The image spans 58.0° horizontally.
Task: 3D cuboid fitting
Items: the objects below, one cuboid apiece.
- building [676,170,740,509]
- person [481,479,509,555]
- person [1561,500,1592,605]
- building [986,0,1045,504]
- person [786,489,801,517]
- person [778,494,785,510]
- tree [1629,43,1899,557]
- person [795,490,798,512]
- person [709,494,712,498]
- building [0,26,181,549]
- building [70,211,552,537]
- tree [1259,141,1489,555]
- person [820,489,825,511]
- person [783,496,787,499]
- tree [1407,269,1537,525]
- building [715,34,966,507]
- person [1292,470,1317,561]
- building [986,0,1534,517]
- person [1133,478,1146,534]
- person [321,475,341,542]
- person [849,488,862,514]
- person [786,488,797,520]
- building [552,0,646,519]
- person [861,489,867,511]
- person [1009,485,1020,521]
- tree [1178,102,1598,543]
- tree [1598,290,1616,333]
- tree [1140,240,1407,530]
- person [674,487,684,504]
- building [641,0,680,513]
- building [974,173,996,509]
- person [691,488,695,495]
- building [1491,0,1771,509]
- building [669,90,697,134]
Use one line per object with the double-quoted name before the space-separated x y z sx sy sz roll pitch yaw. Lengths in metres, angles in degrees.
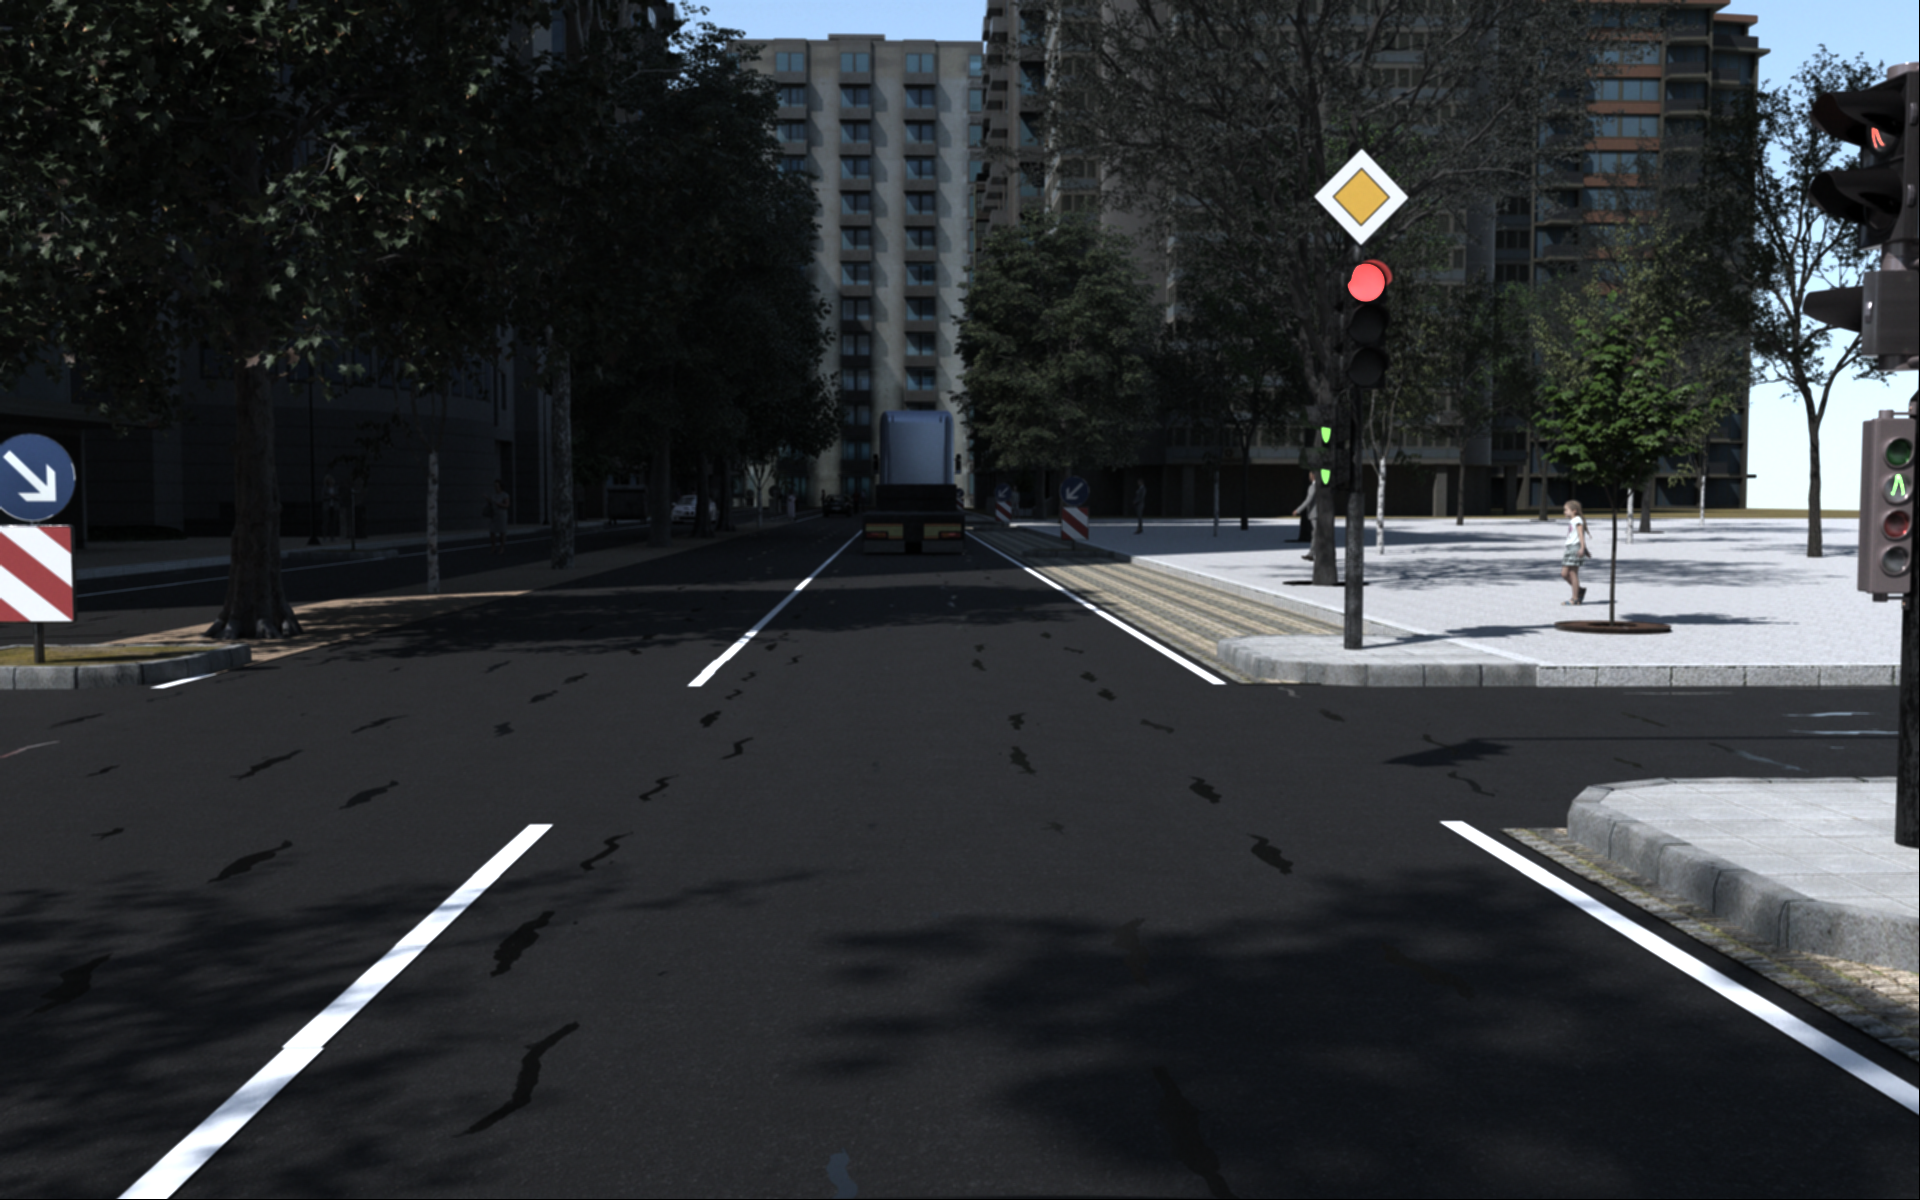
"building" -27.375 -23.603 157.606 14.107 30.474 14.160 0 4 -2
"person" -10.962 -1.947 40.694 0.716 1.782 0.532 1 4 21
"person" 7.132 -0.542 19.920 0.382 1.210 0.505 0 4 3
"building" 13.157 -31.534 135.186 23.786 49.044 30.456 0 4 -2
"person" -10.597 -6.167 110.058 0.721 1.735 1.217 3 5 41
"person" -16.075 -8.973 154.834 1.348 1.869 0.705 3 5 41
"tree" 17.635 -6.161 35.150 8.767 10.594 7.601 3 5 42
"person" -13.327 -7.994 139.931 0.721 1.736 1.217 0 4 1
"person" -15.535 -5.878 107.862 0.557 1.426 1.065 -2 4 -28
"building" -31.104 -26.652 25.002 28.713 52.752 27.495 0 4 -2
"building" -28.065 -31.790 61.767 21.231 58.520 28.212 0 4 -2
"tree" 9.020 -5.284 36.758 4.360 8.622 3.978 0 3 0
"person" -11.416 -8.302 144.245 0.705 1.823 1.348 0 4 6
"person" -15.735 -9.187 159.228 1.217 1.766 0.721 -3 4 -36
"tree" 20.873 -8.350 70.930 7.601 10.594 8.767 -1 4 -19
"building" -10.874 -34.481 183.371 30.456 49.044 23.786 0 4 -2
"person" 6.798 -1.628 32.931 0.678 1.792 0.850 -3 5 -44
"building" 18.044 -25.466 108.253 32.217 40.220 23.993 0 4 -2
"person" 5.715 -3.024 55.755 0.573 1.790 0.520 -2 4 -31
"person" -16.845 -2.460 46.453 0.537 1.800 0.526 -2 4 -23
"person" -7.443 -7.045 123.625 1.348 1.831 0.705 3 4 39
"person" -9.397 -5.325 96.238 0.621 1.740 0.551 3 5 42
"building" -25.293 -27.210 94.986 14.600 45.320 14.200 0 4 -2
"person" -7.945 -8.348 144.863 0.599 1.838 0.709 -1 4 -15
"person" 2.592 -4.586 82.021 0.512 1.701 0.522 0 4 4
"tree" 9.388 -7.342 45.792 9.928 11.665 9.643 0 3 0
"tree" 27.496 -9.532 81.606 9.928 11.665 9.643 0 3 0
"tree" 9.905 -7.757 61.234 8.767 10.594 7.601 3 5 40
"person" -18.637 -6.655 115.293 0.683 1.767 0.568 -3 4 -38
"building" -31.165 -30.485 118.033 23.786 49.044 30.456 0 4 -2
"building" 8.190 -23.665 158.630 14.160 30.474 14.107 0 4 -2
"person" -18.718 -6.980 120.872 0.721 1.736 1.217 -1 4 -11
"building" 55.761 -30.591 154.793 28.867 44.769 22.147 0 4 -2
"building" -40.519 -32.286 182.505 28.867 44.769 22.147 0 4 -2
